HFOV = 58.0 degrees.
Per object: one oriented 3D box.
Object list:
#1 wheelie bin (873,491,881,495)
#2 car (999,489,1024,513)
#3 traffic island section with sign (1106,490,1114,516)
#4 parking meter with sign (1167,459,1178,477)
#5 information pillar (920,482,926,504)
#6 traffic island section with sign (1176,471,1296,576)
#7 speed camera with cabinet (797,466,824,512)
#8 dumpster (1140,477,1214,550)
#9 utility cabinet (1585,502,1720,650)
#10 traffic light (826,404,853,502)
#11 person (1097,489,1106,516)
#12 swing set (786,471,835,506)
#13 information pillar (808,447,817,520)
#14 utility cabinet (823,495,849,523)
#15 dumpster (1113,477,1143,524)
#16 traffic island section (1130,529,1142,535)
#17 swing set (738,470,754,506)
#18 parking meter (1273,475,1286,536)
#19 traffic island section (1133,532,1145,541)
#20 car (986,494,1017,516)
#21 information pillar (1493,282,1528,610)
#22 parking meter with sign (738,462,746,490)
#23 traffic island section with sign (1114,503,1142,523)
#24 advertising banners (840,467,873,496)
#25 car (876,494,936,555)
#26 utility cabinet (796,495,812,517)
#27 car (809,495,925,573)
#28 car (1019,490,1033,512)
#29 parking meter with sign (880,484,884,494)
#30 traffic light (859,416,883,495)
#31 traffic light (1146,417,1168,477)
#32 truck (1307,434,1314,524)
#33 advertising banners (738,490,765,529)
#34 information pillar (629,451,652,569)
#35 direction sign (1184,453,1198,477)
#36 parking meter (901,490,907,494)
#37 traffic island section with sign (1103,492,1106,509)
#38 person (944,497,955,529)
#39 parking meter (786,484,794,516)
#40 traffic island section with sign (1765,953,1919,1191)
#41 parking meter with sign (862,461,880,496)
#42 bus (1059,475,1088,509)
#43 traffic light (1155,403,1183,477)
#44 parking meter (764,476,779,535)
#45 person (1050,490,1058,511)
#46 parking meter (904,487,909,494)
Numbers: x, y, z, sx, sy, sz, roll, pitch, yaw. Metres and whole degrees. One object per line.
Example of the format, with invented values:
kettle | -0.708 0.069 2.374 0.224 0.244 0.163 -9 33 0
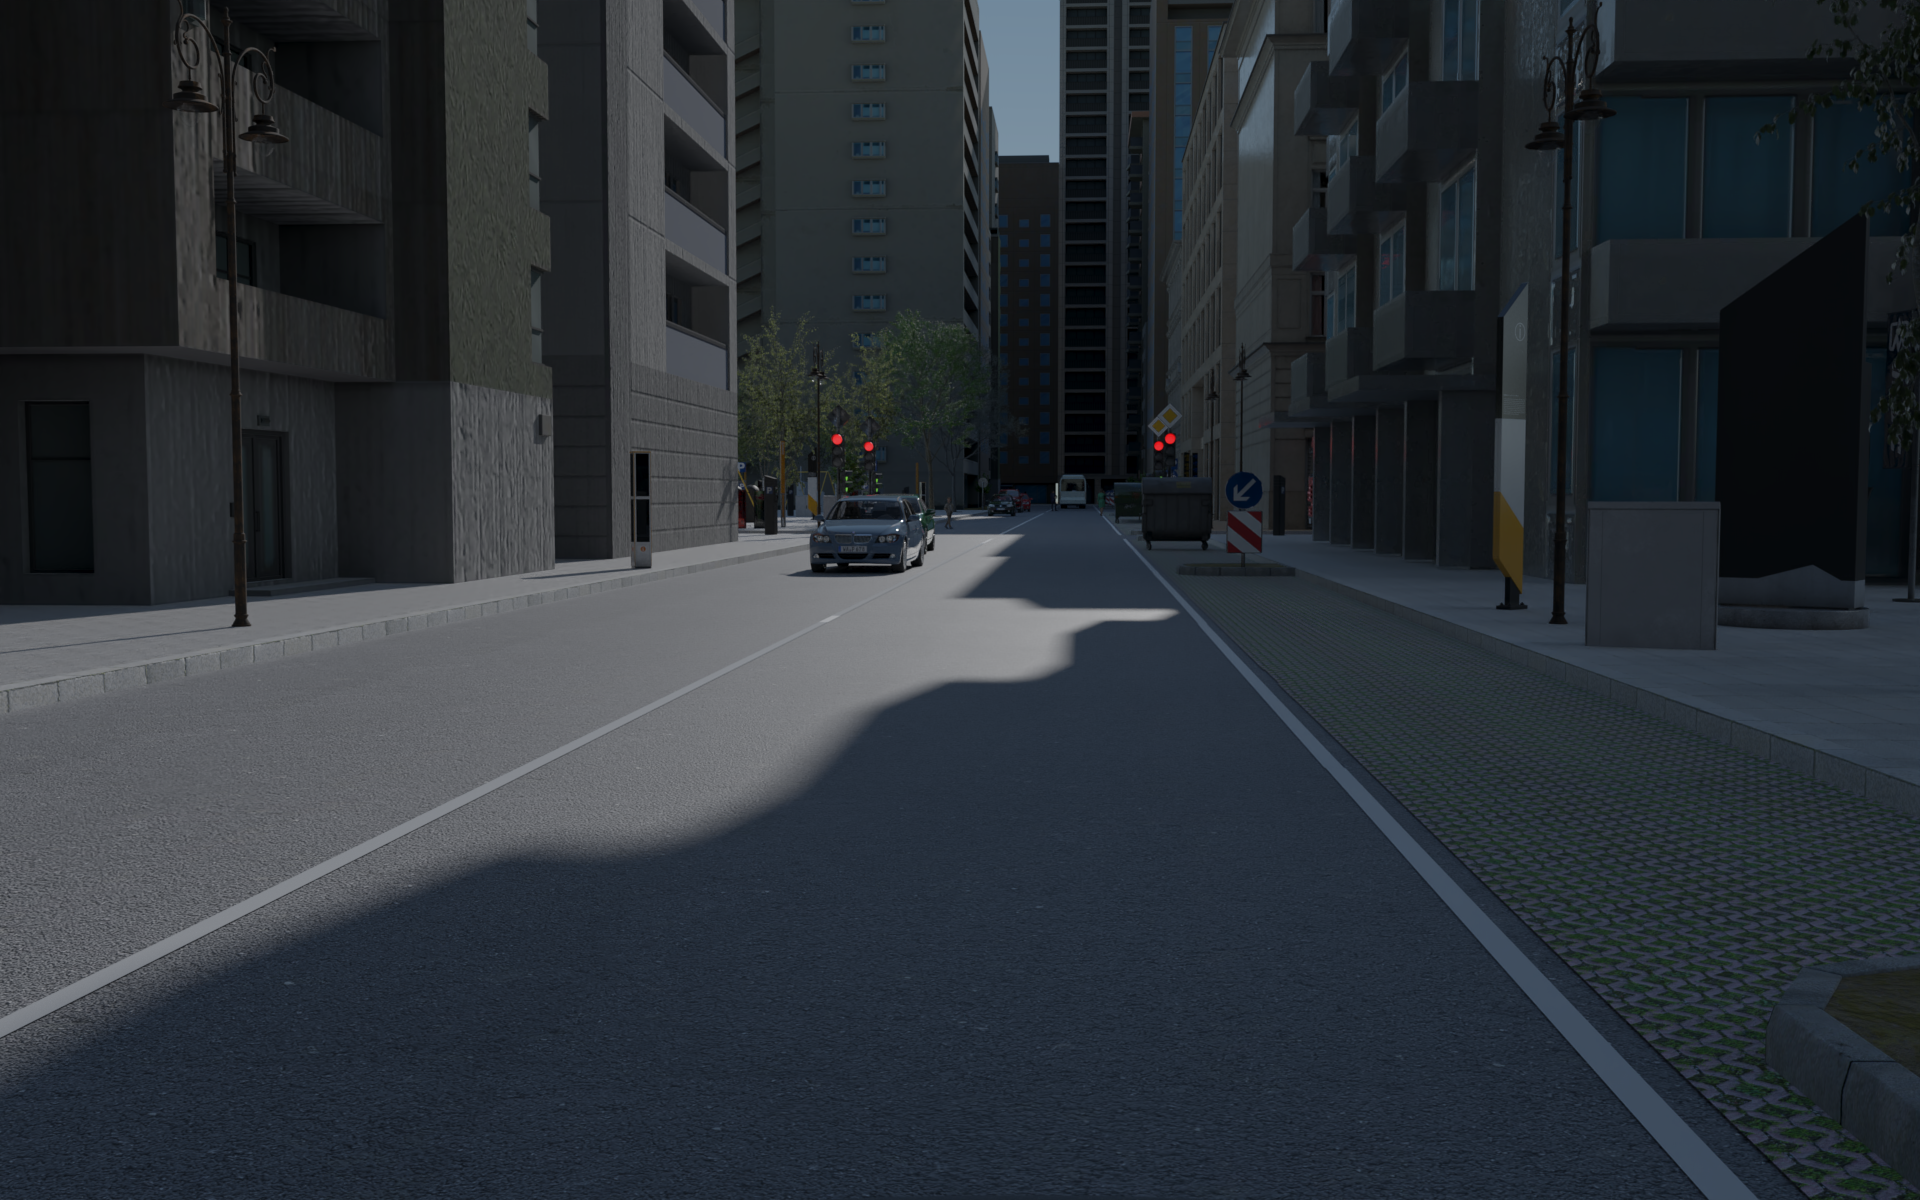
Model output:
wheelie bin | -6.001 -7.101 124.015 0.693 1.594 0.980 0 4 -7
car | 3.805 -7.635 133.499 2.281 1.827 5.304 0 4 4
traffic island section with sign | 10.741 -6.406 113.366 1.989 1.847 2.006 0 4 4
parking meter with sign | 10.331 -5.373 84.110 0.543 3.016 1.738 0 4 5
information pillar | -2.314 -6.316 107.758 0.304 2.012 0.304 -1 4 -21
traffic island section with sign | 4.899 -1.366 30.968 1.989 1.847 2.006 0 4 4
speed camera with cabinet | -10.652 -7.900 123.504 2.038 3.252 0.660 2 4 29
dumpster | 5.536 -2.209 44.330 1.865 1.857 1.264 0 4 5
utility cabinet | 5.797 -0.205 14.509 1.020 1.237 0.306 2 4 24
traffic light | -3.782 -3.994 54.225 0.839 4.253 0.868 0 4 4
person | 9.264 -6.403 113.442 0.600 1.795 0.529 1 4 13
swing set | -10.399 -7.521 120.582 3.119 2.851 2.862 2 4 34
information pillar | -7.302 -5.783 85.899 0.504 3.616 0.183 1 4 22
utility cabinet | -5.131 -3.699 71.638 1.020 1.237 0.306 0 4 2
dumpster | 8.412 -4.830 83.922 1.985 2.255 1.502 0 4 3
traffic island section | 7.059 -2.405 61.595 2.009 0.180 2.903 0 4 4
swing set | -10.457 -4.768 75.577 2.862 2.851 3.119 1 4 11
parking meter | 9.870 -2.926 53.550 0.255 1.863 0.399 3 4 37
traffic island section | 6.494 -1.917 53.630 2.009 0.180 2.903 0 4 4
car | 2.715 -6.258 112.110 2.009 1.686 4.222 0 4 4
information pillar | 6.087 -1.699 19.138 0.504 3.616 0.183 -3 5 -40
parking meter with sign | -11.832 -5.964 93.765 0.543 3.016 1.738 -1 4 -9
traffic island section with sign | 8.836 -4.761 86.478 1.989 1.847 2.006 0 4 4
advertising banners | -4.915 -5.158 80.514 2.074 3.025 0.090 2 4 31
car | -1.622 -1.882 42.568 2.131 1.459 4.920 0 4 3
utility cabinet | -8.769 -5.294 97.726 1.020 1.237 0.306 1 4 22
car | -1.712 -1.295 33.178 2.014 1.417 4.499 0 4 5
car | 4.806 -8.021 140.191 2.155 1.783 4.494 0 4 2
parking meter with sign | -6.161 -8.316 132.219 1.738 3.016 0.543 -1 4 -20
traffic light | -3.217 -4.481 62.190 0.839 4.253 0.868 0 4 4
traffic light | 7.020 -4.438 61.484 0.839 4.253 0.868 0 4 4
truck | 16.625 -4.182 57.288 11.283 4.237 2.839 0 4 6
advertising banners | -8.158 -4.167 64.317 2.074 3.025 0.090 -1 4 -14
information pillar | -5.502 -1.551 29.848 0.304 2.012 0.304 -2 4 -24
direction sign | 12.599 -6.277 94.627 0.876 3.537 0.379 -2 4 -24
parking meter | -3.547 -6.216 110.048 0.372 1.533 0.369 0 3 0
traffic island section with sign | 16.235 -11.154 190.995 1.989 1.847 2.006 0 4 4
person | -0.429 -3.552 70.848 0.475 1.303 0.640 -3 5 -41
parking meter | -9.914 -5.832 101.061 0.399 1.863 0.255 -1 4 -19
traffic island section with sign | 2.978 0.296 3.791 1.989 1.847 2.006 0 4 4
parking meter with sign | -4.813 -5.716 89.716 0.543 3.016 1.738 1 4 17
bus | 11.376 -10.934 173.625 2.948 3.499 13.247 0 4 4
traffic light | 6.455 -3.951 53.519 0.839 4.253 0.868 0 4 4
parking meter | -5.942 -2.989 54.585 0.399 1.863 0.255 1 4 18
person | 7.958 -8.363 145.685 0.683 1.767 0.568 -3 5 -39
parking meter | -4.161 -7.849 134.036 0.399 1.863 0.255 1 4 15
